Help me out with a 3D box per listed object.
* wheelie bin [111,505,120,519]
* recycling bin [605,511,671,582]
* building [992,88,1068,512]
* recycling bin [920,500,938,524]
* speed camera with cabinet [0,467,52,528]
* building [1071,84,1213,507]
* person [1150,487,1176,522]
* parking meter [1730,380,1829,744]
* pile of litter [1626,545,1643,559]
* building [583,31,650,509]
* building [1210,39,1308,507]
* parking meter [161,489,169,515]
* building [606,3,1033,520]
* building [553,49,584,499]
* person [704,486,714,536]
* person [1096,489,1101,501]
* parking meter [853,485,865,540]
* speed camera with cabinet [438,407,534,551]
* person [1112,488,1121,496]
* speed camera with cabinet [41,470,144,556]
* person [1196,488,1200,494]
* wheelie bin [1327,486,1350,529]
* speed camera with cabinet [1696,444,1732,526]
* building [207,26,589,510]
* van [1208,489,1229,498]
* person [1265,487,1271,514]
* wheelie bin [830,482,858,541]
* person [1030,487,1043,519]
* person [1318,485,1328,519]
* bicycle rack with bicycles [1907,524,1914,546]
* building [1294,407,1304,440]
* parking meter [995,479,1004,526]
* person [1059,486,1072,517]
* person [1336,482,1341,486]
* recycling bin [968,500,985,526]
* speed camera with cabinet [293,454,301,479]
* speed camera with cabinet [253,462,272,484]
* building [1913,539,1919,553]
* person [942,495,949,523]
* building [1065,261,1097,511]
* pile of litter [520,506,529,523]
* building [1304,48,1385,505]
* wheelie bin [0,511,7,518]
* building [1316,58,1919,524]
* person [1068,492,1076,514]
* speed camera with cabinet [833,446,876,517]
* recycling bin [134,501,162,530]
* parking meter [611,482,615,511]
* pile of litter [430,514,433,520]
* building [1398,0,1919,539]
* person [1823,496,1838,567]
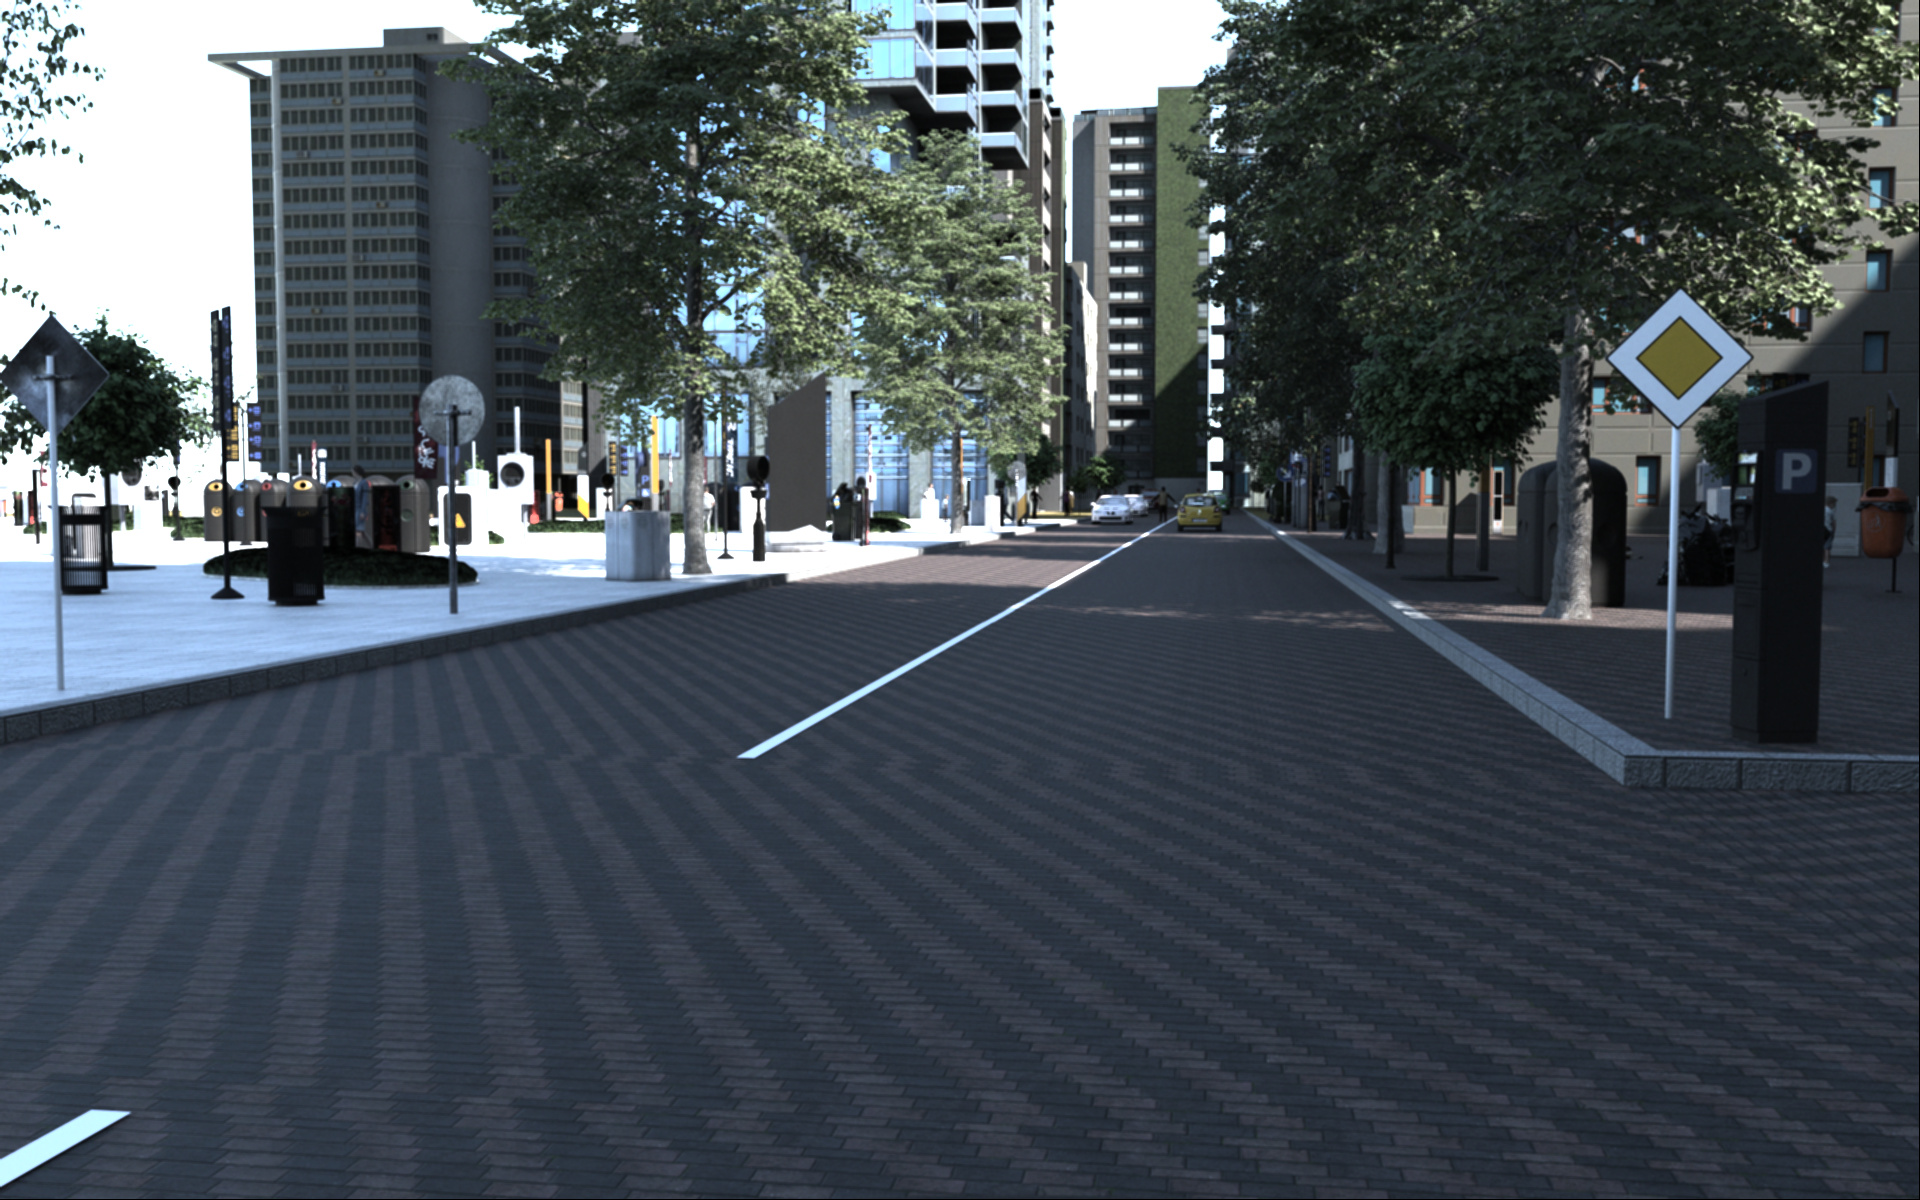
[{"bbox_3d":[-37.500,-4.218,76.877,0.693,1.594,0.980,0,4,-1],"label":"wheelie bin"},{"bbox_3d":[-4.797,-0.809,25.788,0.722,1.027,0.722,3,5,42],"label":"recycling bin"},{"bbox_3d":[0.114,-21.589,124.674,14.160,30.474,14.107,1,4,8],"label":"building"},{"bbox_3d":[-1.328,-3.821,75.031,0.722,1.027,0.722,0,4,-6],"label":"recycling bin"},{"bbox_3d":[-38.484,-4.704,71.241,2.038,3.252,0.660,0,4,-2],"label":"speed camera with cabinet"},{"bbox_3d":[18.612,-30.212,177.561,14.086,41.232,14.154,1,4,8],"label":"building"},{"bbox_3d":[10.468,-4.930,89.195,1.348,1.812,0.705,0,4,4],"label":"person"},{"bbox_3d":[4.234,-0.200,8.983,0.399,1.863,0.255,0,4,-6],"label":"parking meter"},{"bbox_3d":[12.764,-1.242,34.275,1.719,0.858,1.176,0,4,-8],"label":"pile of litter"},{"bbox_3d":[-24.803,-28.929,156.589,14.086,41.232,14.154,1,4,8],"label":"building"},{"bbox_3d":[41.416,-34.229,179.257,30.456,49.044,23.786,1,4,8],"label":"building"},{"bbox_3d":[-40.243,-4.848,87.676,0.372,1.533,0.369,0,3,0],"label":"parking meter"},{"bbox_3d":[-6.383,-48.226,101.168,22.319,86.520,31.000,1,4,8],"label":"building"},{"bbox_3d":[-29.868,-34.517,188.050,21.600,48.544,21.300,1,4,8],"label":"building"},{"bbox_3d":[-7.686,-2.668,52.265,0.523,1.515,0.503,1,4,19],"label":"person"},{"bbox_3d":[12.013,-8.788,150.284,0.434,1.755,0.990,-1,4,-17],"label":"person"},{"bbox_3d":[-2.829,-2.479,48.949,0.372,1.533,0.369,0,3,0],"label":"parking meter"},{"bbox_3d":[-10.743,-2.745,39.214,2.038,3.252,0.660,0,4,1],"label":"speed camera with cabinet"},{"bbox_3d":[8.696,-5.340,96.480,0.551,1.740,0.621,0,4,7],"label":"person"},{"bbox_3d":[-18.250,-2.584,36.577,0.660,3.252,2.038,1,4,21],"label":"speed camera with cabinet"},{"bbox_3d":[14.000,-5.642,101.281,0.617,1.759,0.750,3,4,38],"label":"person"},{"bbox_3d":[13.943,-3.423,63.876,0.980,1.594,0.693,-3,5,-45],"label":"wheelie bin"},{"bbox_3d":[22.285,-3.466,50.998,0.660,3.252,2.038,0,4,7],"label":"speed camera with cabinet"},{"bbox_3d":[-45.020,-28.027,150.121,23.993,40.220,32.217,1,4,8],"label":"building"},{"bbox_3d":[21.135,-8.301,142.727,2.013,2.044,4.112,1,4,9],"label":"van"},{"bbox_3d":[20.111,-6.518,112.243,0.705,1.869,1.348,-1,4,-23],"label":"person"},{"bbox_3d":[-3.162,-2.418,47.435,0.693,1.594,0.980,1,4,8],"label":"wheelie bin"},{"bbox_3d":[3.886,-4.988,88.414,0.721,1.723,1.217,2,4,31],"label":"person"},{"bbox_3d":[18.746,-5.081,89.827,1.217,1.736,0.721,1,4,18],"label":"person"},{"bbox_3d":[24.293,-1.669,40.677,2.852,0.926,2.925,-2,4,-35],"label":"bicycle rack with bicycles"},{"bbox_3d":[35.470,-22.959,147.084,14.160,30.474,14.107,1,4,8],"label":"building"},{"bbox_3d":[1.567,-3.845,68.579,0.255,1.863,0.399,-2,4,-27],"label":"parking meter"},{"bbox_3d":[6.006,-5.619,98.589,0.721,1.739,1.217,-2,4,-30],"label":"person"},{"bbox_3d":[15.917,-4.066,72.723,0.606,1.804,0.583,0,4,-2],"label":"person"},{"bbox_3d":[0.722,-3.554,70.665,0.722,1.027,0.722,-1,4,-10],"label":"recycling bin"},{"bbox_3d":[-33.510,-5.607,86.015,2.038,3.252,0.660,-1,4,-19],"label":"speed camera with cabinet"},{"bbox_3d":[-33.810,-5.398,82.592,0.660,3.252,2.038,2,4,27],"label":"speed camera with cabinet"},{"bbox_3d":[33.263,-10.807,21.731,28.899,21.520,27.650,1,4,8],"label":"building"},{"bbox_3d":[-0.645,-4.050,76.945,0.352,1.250,0.332,1,4,18],"label":"person"},{"bbox_3d":[-3.811,-18.486,147.280,28.899,21.520,27.650,1,4,8],"label":"building"},{"bbox_3d":[-19.684,-3.885,77.487,1.719,0.858,1.176,3,4,37],"label":"pile of litter"},{"bbox_3d":[30.843,-26.628,118.959,14.154,41.232,14.086,1,4,8],"label":"building"},{"bbox_3d":[-51.281,-5.176,92.533,0.980,1.594,0.693,-3,5,-41],"label":"wheelie bin"},{"bbox_3d":[34.833,-15.367,96.284,27.650,21.520,28.899,1,4,8],"label":"building"},{"bbox_3d":[7.237,-6.418,111.716,0.721,1.736,1.217,1,4,19],"label":"person"},{"bbox_3d":[-4.421,-4.763,72.212,2.038,3.252,0.660,3,5,42],"label":"speed camera with cabinet"},{"bbox_3d":[-29.143,-3.033,62.149,0.722,1.027,0.722,3,5,41],"label":"recycling bin"},{"bbox_3d":[-17.113,-4.835,84.761,0.399,1.863,0.255,1,4,12],"label":"parking meter"},{"bbox_3d":[-26.523,-4.516,87.793,1.176,0.858,1.719,0,4,3],"label":"pile of litter"},{"bbox_3d":[30.426,-13.602,67.435,27.650,21.520,28.899,1,4,8],"label":"building"},{"bbox_3d":[15.151,-1.200,30.341,0.352,1.250,0.332,-2,4,-25],"label":"person"}]
